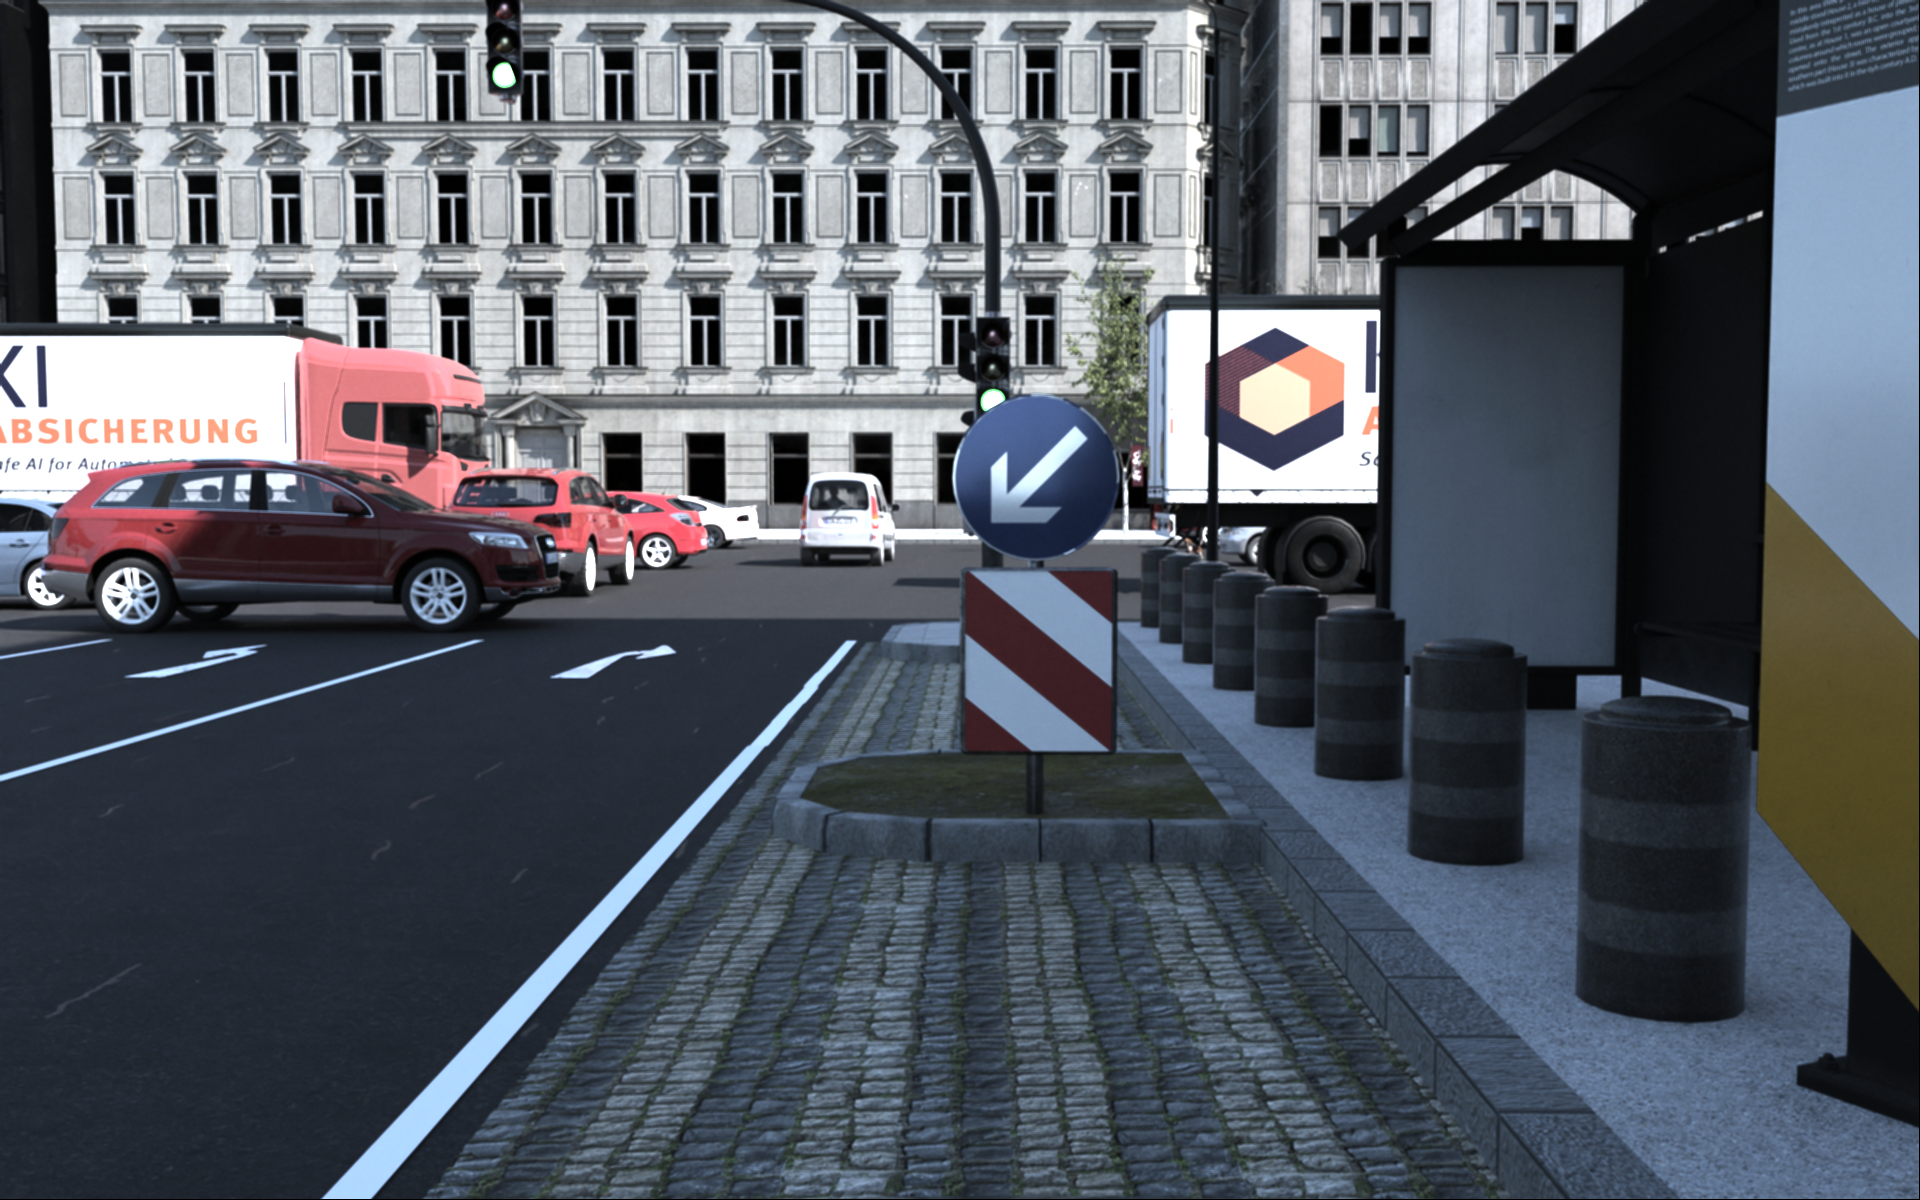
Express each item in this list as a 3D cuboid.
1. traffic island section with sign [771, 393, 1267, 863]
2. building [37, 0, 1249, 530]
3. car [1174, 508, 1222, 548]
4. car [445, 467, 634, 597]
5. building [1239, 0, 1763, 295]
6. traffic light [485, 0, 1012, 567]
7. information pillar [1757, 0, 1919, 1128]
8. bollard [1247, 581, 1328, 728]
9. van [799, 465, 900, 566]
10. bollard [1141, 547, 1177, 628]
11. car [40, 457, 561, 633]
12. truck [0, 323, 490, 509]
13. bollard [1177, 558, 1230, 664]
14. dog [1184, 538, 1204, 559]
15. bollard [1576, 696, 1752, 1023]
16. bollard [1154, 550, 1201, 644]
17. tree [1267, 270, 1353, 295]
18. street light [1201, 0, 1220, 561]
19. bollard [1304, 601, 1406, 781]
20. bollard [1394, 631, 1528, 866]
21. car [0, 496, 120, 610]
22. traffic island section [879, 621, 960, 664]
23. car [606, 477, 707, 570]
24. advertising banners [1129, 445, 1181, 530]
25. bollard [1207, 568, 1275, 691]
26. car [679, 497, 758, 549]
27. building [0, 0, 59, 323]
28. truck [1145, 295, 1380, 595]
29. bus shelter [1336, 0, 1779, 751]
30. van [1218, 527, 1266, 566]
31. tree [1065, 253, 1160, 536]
[{"bbox_3d":[0.208,0.061,7.633,1.989,1.847,2.006,0,4,1],"label":"traffic island section with sign"},{"bbox_3d":[-11.020,-17.932,69.599,44.131,29.872,17.030,0,4,1],"label":"building"},{"bbox_3d":[8.297,-2.304,46.346,5.304,1.827,2.281,0,4,0],"label":"car"},{"bbox_3d":[-6.184,-1.041,25.699,2.281,1.827,5.304,0,4,-1],"label":"car"},{"bbox_3d":[21.184,-15.218,66.840,19.932,24.808,12.078,0,4,1],"label":"building"},{"bbox_3d":[-1.820,-2.512,15.737,4.771,5.953,1.251,0,4,1],"label":"traffic light"},{"bbox_3d":[1.936,-0.750,3.611,0.183,3.616,0.504,-2,4,-26],"label":"information pillar"},{"bbox_3d":[1.850,0.308,9.681,0.404,0.777,0.398,0,3,0],"label":"bollard"},{"bbox_3d":[-2.289,-1.764,35.861,2.013,2.044,4.112,0,4,2],"label":"van"},{"bbox_3d":[1.950,-0.125,16.761,0.404,0.777,0.398,0,3,0],"label":"bollard"},{"bbox_3d":[-7.039,-0.618,18.780,5.304,1.827,2.281,0,4,-1],"label":"car"},{"bbox_3d":[-13.208,-2.490,29.633,11.283,4.237,2.839,0,4,0],"label":"truck"},{"bbox_3d":[1.901,0.091,13.229,0.404,0.777,0.398,0,3,0],"label":"bollard"},{"bbox_3d":[4.965,-1.071,36.797,0.406,0.507,0.540,1,4,10],"label":"dog"},{"bbox_3d":[1.774,0.632,4.376,0.404,0.777,0.398,0,3,0],"label":"bollard"},{"bbox_3d":[1.926,-0.017,14.995,0.404,0.777,0.398,0,3,0],"label":"bollard"},{"bbox_3d":[11.160,-6.559,57.597,4.360,8.622,3.978,0,3,0],"label":"tree"},{"bbox_3d":[1.782,-2.647,15.815,1.470,5.913,1.316,0,4,1],"label":"street light"},{"bbox_3d":[1.826,0.416,7.915,0.404,0.777,0.398,0,3,0],"label":"bollard"},{"bbox_3d":[1.800,0.524,6.147,0.404,0.777,0.398,0,3,0],"label":"bollard"},{"bbox_3d":[-12.460,-0.620,22.145,4.499,1.417,2.014,0,4,1],"label":"car"},{"bbox_3d":[0.313,0.386,15.963,2.009,0.180,2.903,0,4,1],"label":"traffic island section"},{"bbox_3d":[-7.170,-1.501,33.577,4.494,1.783,2.155,0,4,0],"label":"car"},{"bbox_3d":[7.017,-3.992,61.455,2.074,3.025,0.090,0,4,-2],"label":"advertising banners"},{"bbox_3d":[1.877,0.199,11.462,0.404,0.777,0.398,0,3,0],"label":"bollard"},{"bbox_3d":[-7.770,-2.052,45.909,4.827,1.381,2.083,0,4,2],"label":"car"},{"bbox_3d":[-41.405,-14.553,67.622,15.834,23.373,12.332,0,4,1],"label":"building"},{"bbox_3d":[8.478,-2.241,25.547,11.283,4.237,2.839,0,4,1],"label":"truck"},{"bbox_3d":[3.239,-0.847,7.771,2.014,3.302,5.546,0,4,1],"label":"bus shelter"},{"bbox_3d":[7.280,-1.703,34.850,4.112,2.044,2.013,0,4,2],"label":"van"},{"bbox_3d":[5.097,-6.247,52.496,4.737,8.622,4.395,0,3,0],"label":"tree"}]
